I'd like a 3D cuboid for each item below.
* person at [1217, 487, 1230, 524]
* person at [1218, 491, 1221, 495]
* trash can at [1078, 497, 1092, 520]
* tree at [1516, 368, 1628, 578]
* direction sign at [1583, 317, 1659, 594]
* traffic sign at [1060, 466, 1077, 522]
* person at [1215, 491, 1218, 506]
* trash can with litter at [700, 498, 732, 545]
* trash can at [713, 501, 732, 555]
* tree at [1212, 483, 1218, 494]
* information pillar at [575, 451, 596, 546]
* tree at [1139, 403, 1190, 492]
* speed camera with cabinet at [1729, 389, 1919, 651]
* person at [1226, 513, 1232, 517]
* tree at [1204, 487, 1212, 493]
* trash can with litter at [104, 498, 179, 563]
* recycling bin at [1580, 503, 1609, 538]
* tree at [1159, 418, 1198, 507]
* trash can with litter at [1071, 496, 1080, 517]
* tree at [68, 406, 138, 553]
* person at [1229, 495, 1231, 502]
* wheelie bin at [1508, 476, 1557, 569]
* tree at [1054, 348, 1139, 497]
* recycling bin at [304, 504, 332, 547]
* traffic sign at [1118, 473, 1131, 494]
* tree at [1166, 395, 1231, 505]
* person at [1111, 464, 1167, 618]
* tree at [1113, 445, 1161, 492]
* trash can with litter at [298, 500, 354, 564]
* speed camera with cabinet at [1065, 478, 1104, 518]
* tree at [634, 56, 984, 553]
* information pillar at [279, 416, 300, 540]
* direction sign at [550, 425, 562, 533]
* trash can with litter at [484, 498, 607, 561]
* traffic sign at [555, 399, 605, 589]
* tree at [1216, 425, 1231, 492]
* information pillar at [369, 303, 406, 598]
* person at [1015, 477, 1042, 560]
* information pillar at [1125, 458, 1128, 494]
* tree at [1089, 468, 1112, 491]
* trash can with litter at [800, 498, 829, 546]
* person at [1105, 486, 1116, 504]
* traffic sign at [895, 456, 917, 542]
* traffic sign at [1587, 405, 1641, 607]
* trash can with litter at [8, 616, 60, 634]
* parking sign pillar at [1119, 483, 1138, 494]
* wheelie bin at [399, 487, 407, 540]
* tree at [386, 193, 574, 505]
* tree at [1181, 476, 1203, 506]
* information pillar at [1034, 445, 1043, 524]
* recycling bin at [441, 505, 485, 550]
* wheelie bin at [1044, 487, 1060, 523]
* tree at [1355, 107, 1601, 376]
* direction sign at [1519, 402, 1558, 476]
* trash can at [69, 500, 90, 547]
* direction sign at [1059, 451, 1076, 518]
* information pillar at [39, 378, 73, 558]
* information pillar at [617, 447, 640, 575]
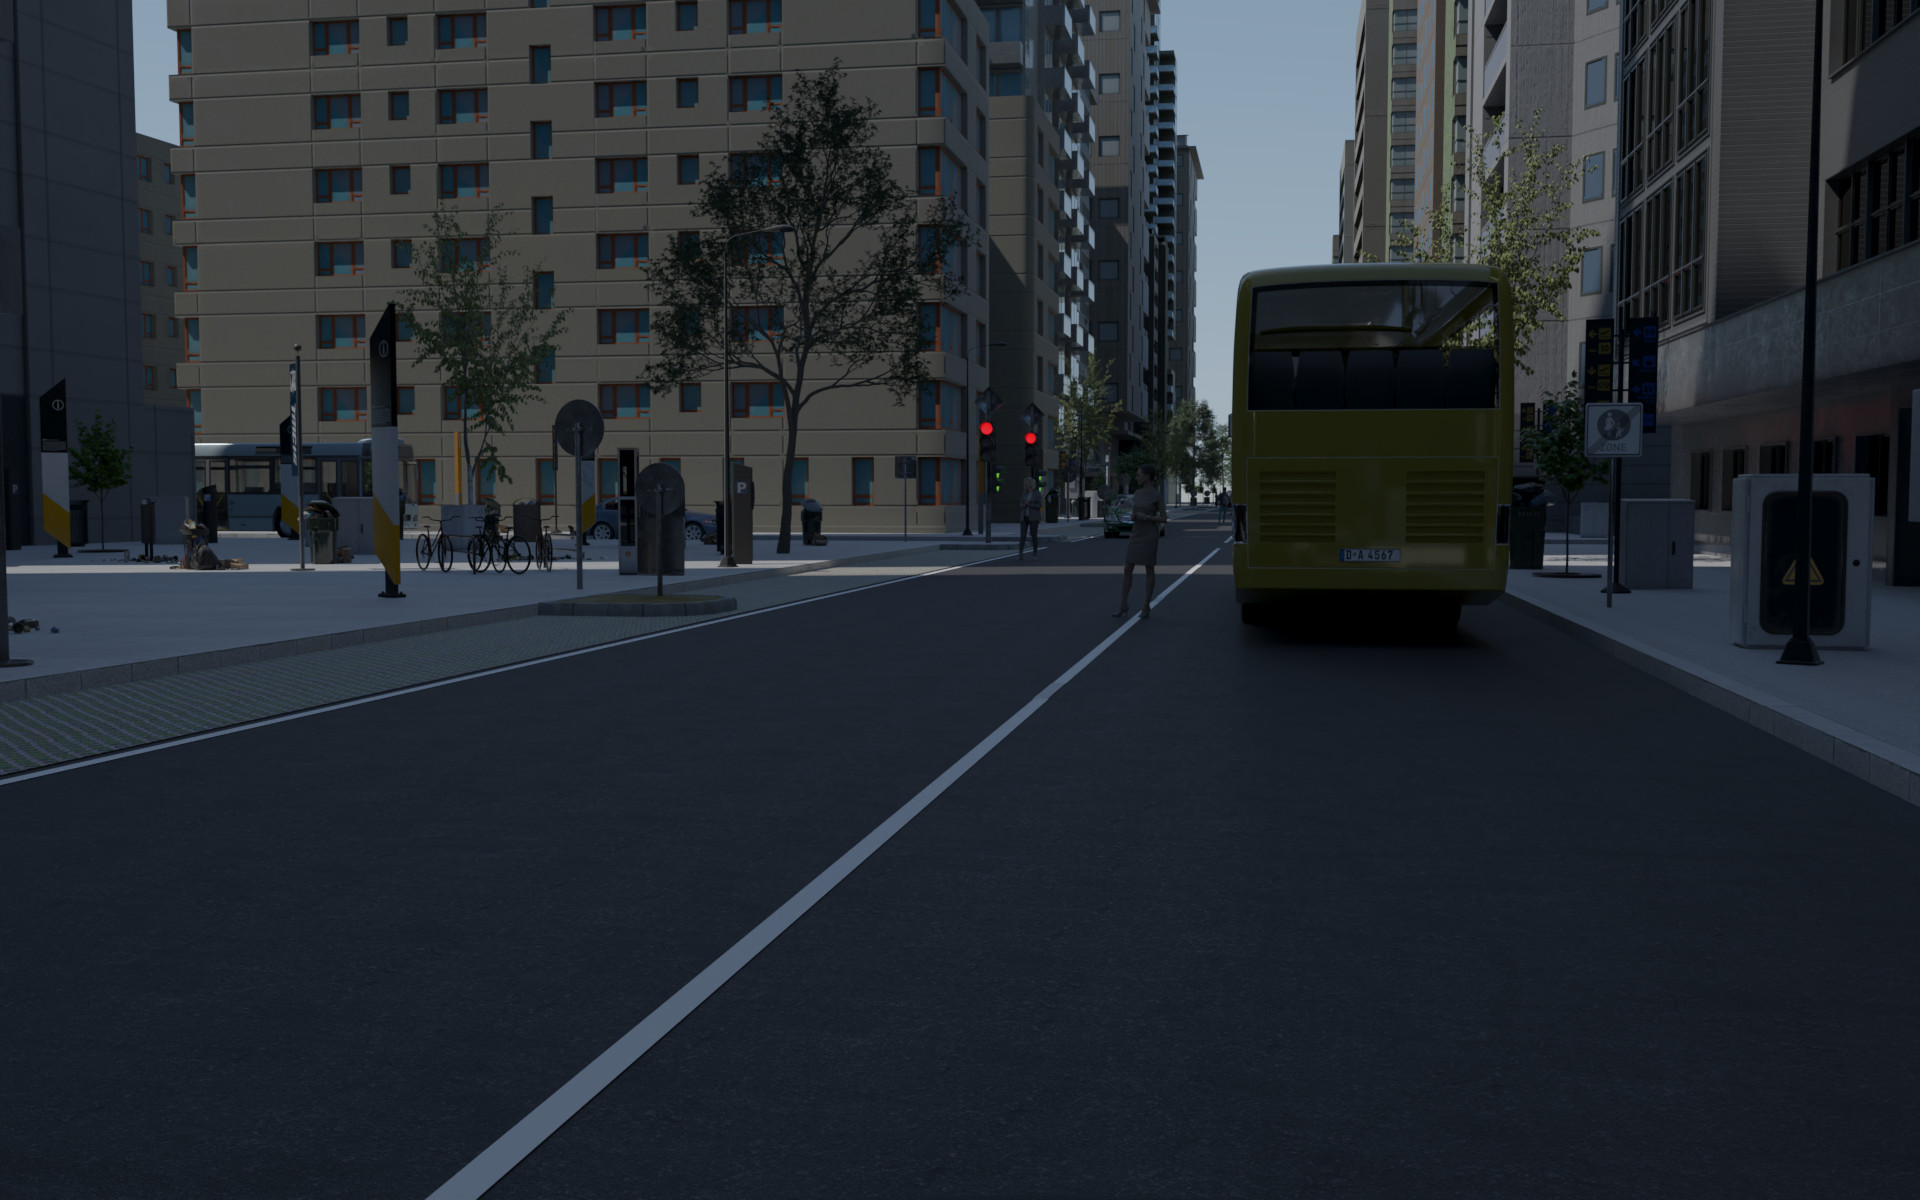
[{"bbox_3d":[12.775,-4.599,84.036,0.623,1.781,0.721,0,4,4],"label":"person"},{"bbox_3d":[32.147,-12.576,214.208,1.348,1.812,0.705,-3,5,-40],"label":"person"},{"bbox_3d":[6.212,-4.570,86.369,0.748,1.137,0.748,0,3,0],"label":"trash can"},{"bbox_3d":[9.532,-1.963,26.704,1.663,3.219,1.824,0,3,0],"label":"tree"},{"bbox_3d":[8.514,-1.858,22.376,0.876,3.537,0.379,2,4,23],"label":"direction sign"},{"bbox_3d":[4.946,-4.830,79.083,0.768,2.556,0.104,1,4,18],"label":"traffic sign"},{"bbox_3d":[27.204,-10.637,183.143,0.721,1.736,1.217,2,4,29],"label":"person"},{"bbox_3d":[-6.095,-1.979,43.745,1.055,1.170,0.624,2,4,28],"label":"trash can with litter"},{"bbox_3d":[-4.882,-1.544,36.898,0.748,1.137,0.748,0,3,0],"label":"trash can"},{"bbox_3d":[38.798,-16.512,264.564,1.663,3.219,1.824,0,3,0],"label":"tree"},{"bbox_3d":[-9.343,-3.168,43.151,0.504,3.616,0.183,0,4,0],"label":"information pillar"},{"bbox_3d":[16.288,-11.583,139.739,4.737,8.622,4.395,0,3,0],"label":"tree"},{"bbox_3d":[7.522,-1.219,14.269,2.038,3.252,0.660,1,4,13],"label":"speed camera with cabinet"},{"bbox_3d":[12.637,-3.951,78.595,0.738,1.151,1.012,-1,4,-18],"label":"person"},{"bbox_3d":[31.627,-14.266,227.847,1.663,3.219,1.824,0,3,0],"label":"tree"},{"bbox_3d":[-15.405,-1.329,32.783,1.678,1.210,2.233,-2,4,-35],"label":"trash can with litter"},{"bbox_3d":[18.652,-2.344,50.874,0.722,1.027,0.722,2,4,26],"label":"recycling bin"},{"bbox_3d":[21.256,-13.265,167.248,4.360,8.622,3.978,0,3,0],"label":"tree"},{"bbox_3d":[6.443,-5.100,94.773,0.624,1.170,1.055,1,4,10],"label":"trash can with litter"},{"bbox_3d":[-19.030,-2.659,38.081,1.663,3.219,1.824,0,3,0],"label":"tree"},{"bbox_3d":[19.334,-6.946,121.837,0.659,1.850,0.755,3,4,38],"label":"person"},{"bbox_3d":[9.720,-1.332,29.680,0.980,1.594,0.693,1,4,9],"label":"wheelie bin"},{"bbox_3d":[6.212,-8.420,88.023,4.737,8.622,4.395,0,3,0],"label":"tree"},{"bbox_3d":[-15.549,-1.827,42.430,0.722,1.027,0.722,2,4,35],"label":"recycling bin"},{"bbox_3d":[10.058,-6.481,106.070,0.768,2.556,0.104,1,4,19],"label":"traffic sign"},{"bbox_3d":[27.154,-17.396,201.424,9.611,12.733,9.660,0,3,0],"label":"tree"},{"bbox_3d":[2.085,-0.687,20.075,0.599,1.781,0.374,3,5,44],"label":"person"},{"bbox_3d":[11.875,-8.103,116.195,4.285,4.588,4.351,0,3,0],"label":"tree"},{"bbox_3d":[-11.677,-1.259,31.974,0.624,1.170,1.055,1,4,9],"label":"trash can with litter"},{"bbox_3d":[6.647,-5.996,92.368,2.038,3.252,0.660,0,4,7],"label":"speed camera with cabinet"},{"bbox_3d":[-3.516,-6.273,36.970,7.601,10.594,8.767,2,4,24],"label":"tree"},{"bbox_3d":[-18.622,-3.474,48.154,0.504,3.616,0.183,0,4,-3],"label":"information pillar"},{"bbox_3d":[-13.319,-3.978,57.035,0.379,3.537,0.876,0,4,-4],"label":"direction sign"},{"bbox_3d":[-8.042,-1.386,33.718,2.233,1.210,1.678,0,4,-6],"label":"trash can with litter"},{"bbox_3d":[-5.127,-1.417,23.281,0.768,2.556,0.104,1,4,20],"label":"traffic sign"},{"bbox_3d":[42.926,-22.392,284.227,7.486,12.596,7.792,0,3,0],"label":"tree"},{"bbox_3d":[-7.118,-1.841,21.460,0.504,3.616,0.183,3,5,41],"label":"information pillar"},{"bbox_3d":[1.524,-1.774,37.681,0.537,1.800,0.526,2,4,35],"label":"person"},{"bbox_3d":[10.804,-7.389,112.157,0.183,3.616,0.504,-1,4,-9],"label":"information pillar"},{"bbox_3d":[10.187,-8.044,126.120,1.663,3.219,1.824,0,3,0],"label":"tree"},{"bbox_3d":[-3.566,-1.947,43.218,0.624,1.170,1.055,-2,4,-28],"label":"trash can with litter"},{"bbox_3d":[6.898,-4.346,79.808,0.600,1.795,0.529,0,4,8],"label":"person"},{"bbox_3d":[-1.462,-2.716,46.530,0.606,2.300,0.079,1,4,15],"label":"traffic sign"},{"bbox_3d":[7.347,-1.064,19.532,0.606,2.300,0.079,1,4,11],"label":"traffic sign"},{"bbox_3d":[-9.139,-0.288,15.763,1.678,1.210,2.233,0,4,-6],"label":"trash can with litter"},{"bbox_3d":[11.997,-8.244,123.260,1.447,3.967,1.447,1,4,21],"label":"parking sign pillar"},{"bbox_3d":[-15.923,-2.483,48.512,0.693,1.594,0.980,2,4,27],"label":"wheelie bin"},{"bbox_3d":[-12.083,-5.692,43.420,4.737,8.622,4.395,0,3,0],"label":"tree"},{"bbox_3d":[28.357,-13.277,211.687,1.663,3.219,1.824,0,3,0],"label":"tree"},{"bbox_3d":[3.369,-5.115,74.991,0.504,3.616,0.183,-2,4,-31],"label":"information pillar"},{"bbox_3d":[-11.485,-1.681,40.031,0.722,1.027,0.722,2,4,25],"label":"recycling bin"},{"bbox_3d":[4.075,-4.188,76.377,0.693,1.594,0.980,0,4,4],"label":"wheelie bin"},{"bbox_3d":[10.030,-5.059,33.085,4.737,8.622,4.395,0,3,0],"label":"tree"},{"bbox_3d":[14.287,-3.109,42.836,0.876,3.537,0.379,2,4,26],"label":"direction sign"},{"bbox_3d":[-21.627,-1.873,42.279,0.748,1.137,0.748,0,3,0],"label":"trash can"},{"bbox_3d":[5.693,-6.099,91.710,0.876,3.537,0.379,0,4,-4],"label":"direction sign"},{"bbox_3d":[-18.161,-2.656,34.781,0.504,3.616,0.183,-2,4,-35],"label":"information pillar"},{"bbox_3d":[-5.243,-1.403,27.436,0.304,2.012,0.304,0,4,-2],"label":"information pillar"}]
